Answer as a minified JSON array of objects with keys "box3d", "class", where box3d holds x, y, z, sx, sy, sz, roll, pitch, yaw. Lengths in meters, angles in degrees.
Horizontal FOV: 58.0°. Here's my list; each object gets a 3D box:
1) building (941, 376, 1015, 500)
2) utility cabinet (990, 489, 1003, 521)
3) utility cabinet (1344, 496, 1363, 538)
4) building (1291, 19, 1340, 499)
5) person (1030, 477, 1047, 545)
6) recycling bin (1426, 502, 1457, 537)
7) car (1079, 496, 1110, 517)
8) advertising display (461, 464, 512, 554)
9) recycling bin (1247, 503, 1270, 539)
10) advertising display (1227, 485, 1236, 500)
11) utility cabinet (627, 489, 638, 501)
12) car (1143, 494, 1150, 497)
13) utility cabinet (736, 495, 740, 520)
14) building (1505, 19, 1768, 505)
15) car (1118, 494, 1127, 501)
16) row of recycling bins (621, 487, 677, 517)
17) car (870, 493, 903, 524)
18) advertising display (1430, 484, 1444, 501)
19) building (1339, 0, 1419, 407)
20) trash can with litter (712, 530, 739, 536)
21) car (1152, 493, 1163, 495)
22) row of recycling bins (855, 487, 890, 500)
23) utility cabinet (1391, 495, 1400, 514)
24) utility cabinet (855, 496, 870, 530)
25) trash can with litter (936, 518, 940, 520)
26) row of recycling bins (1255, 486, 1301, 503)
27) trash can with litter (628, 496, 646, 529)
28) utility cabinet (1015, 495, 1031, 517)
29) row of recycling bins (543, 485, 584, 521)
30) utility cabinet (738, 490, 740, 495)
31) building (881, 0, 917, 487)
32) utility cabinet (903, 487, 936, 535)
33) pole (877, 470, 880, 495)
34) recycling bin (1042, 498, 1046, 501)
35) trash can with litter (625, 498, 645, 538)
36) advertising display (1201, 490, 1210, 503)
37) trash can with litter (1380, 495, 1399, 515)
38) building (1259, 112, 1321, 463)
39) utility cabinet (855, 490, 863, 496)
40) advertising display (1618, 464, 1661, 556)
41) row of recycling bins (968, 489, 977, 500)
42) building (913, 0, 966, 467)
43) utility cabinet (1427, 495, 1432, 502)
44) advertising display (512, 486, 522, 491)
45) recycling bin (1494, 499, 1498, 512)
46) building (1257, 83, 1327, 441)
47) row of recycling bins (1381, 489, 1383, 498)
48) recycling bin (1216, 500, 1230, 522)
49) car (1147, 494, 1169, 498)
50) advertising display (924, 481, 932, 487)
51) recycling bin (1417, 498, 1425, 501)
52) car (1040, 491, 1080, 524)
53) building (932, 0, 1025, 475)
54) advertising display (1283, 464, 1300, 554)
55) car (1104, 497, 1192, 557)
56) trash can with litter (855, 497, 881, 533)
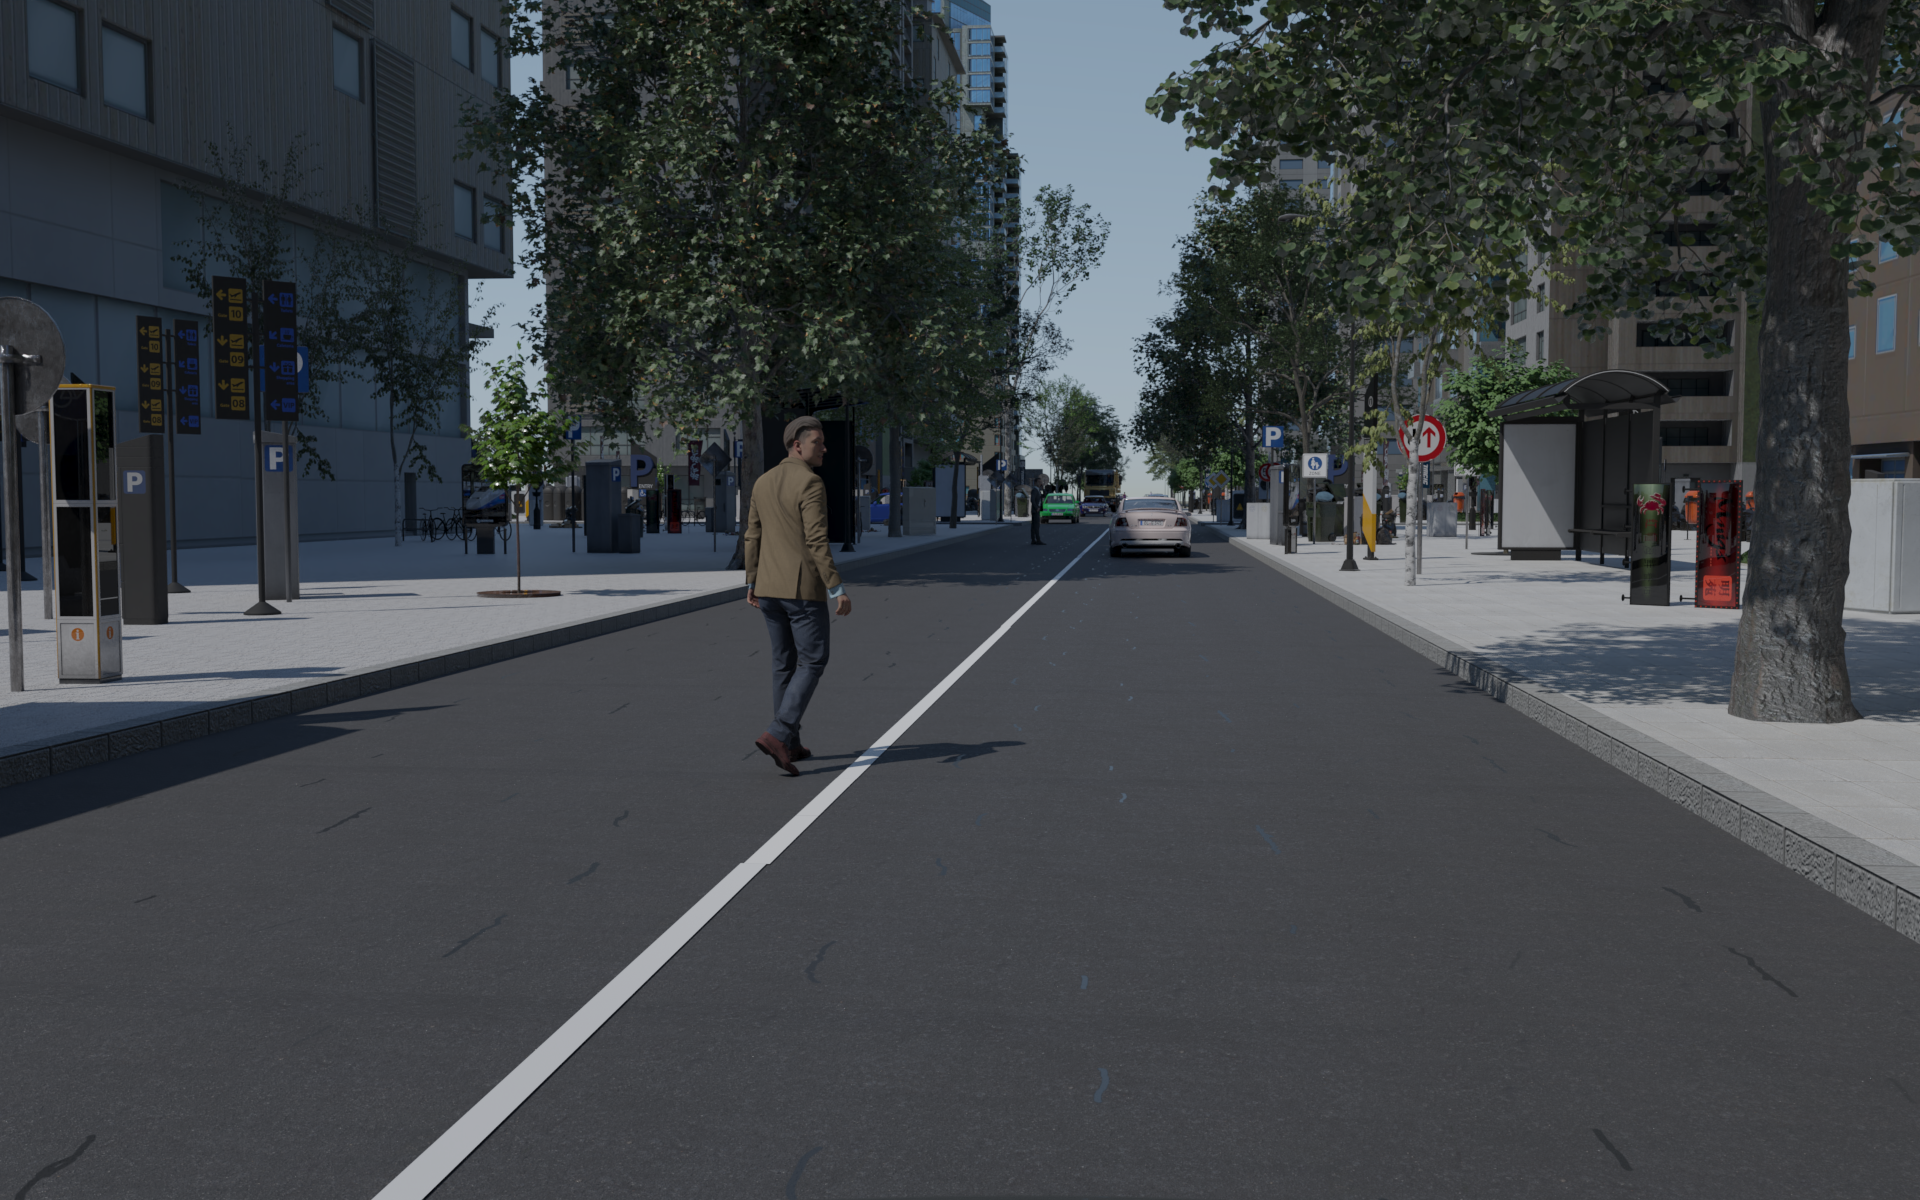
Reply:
[{"box3d":[-6.240,-25.972,269.677,27.650,21.520,28.899,0,4,6],"class":"building"},{"box3d":[1.764,-4.560,83.243,0.318,1.500,1.173,1,4,18],"class":"utility cabinet"},{"box3d":[10.354,-2.083,45.226,0.306,1.237,1.020,3,4,36],"class":"utility cabinet"},{"box3d":[50.219,-53.968,195.055,22.319,86.520,31.000,0,4,6],"class":"building"},{"box3d":[2.232,-2.525,49.138,0.474,1.900,0.648,0,4,4],"class":"person"},{"box3d":[14.462,-2.411,51.980,0.722,1.027,0.722,0,4,-3],"class":"recycling bin"},{"box3d":[8.455,-5.899,109.031,1.945,1.354,3.894,0,4,6],"class":"car"},{"box3d":[-10.128,-1.941,36.948,0.974,1.923,0.123,0,4,3],"class":"advertising display"},{"box3d":[8.630,-2.253,49.386,0.722,1.027,0.722,2,4,30],"class":"recycling bin"},{"box3d":[15.924,-5.912,101.877,0.123,1.923,0.974,-2,4,-26],"class":"advertising display"},{"box3d":[-29.153,-8.860,153.544,1.173,1.500,0.318,0,4,1],"class":"utility cabinet"},{"box3d":[33.523,-18.236,308.384,2.015,1.641,3.980,0,4,8],"class":"car"},{"box3d":[-10.838,-4.640,87.021,0.306,1.237,1.020,-3,5,-40],"class":"utility cabinet"},{"box3d":[38.086,-19.696,93.727,14.107,30.474,14.160,0,4,6],"class":"building"},{"box3d":[29.069,-18.483,311.228,2.155,1.783,4.494,0,4,5],"class":"car"},{"box3d":[-17.090,-5.375,94.990,3.534,1.692,1.069,1,4,10],"class":"row of recycling bins"},{"box3d":[-3.218,-4.147,77.392,3.694,1.707,1.945,0,4,4],"class":"car"},{"box3d":[30.148,-6.378,109.493,0.974,1.923,0.123,-2,4,-24],"class":"advertising display"},{"box3d":[46.971,-38.169,166.057,21.231,58.520,28.212,0,4,6],"class":"building"},{"box3d":[-6.775,-2.629,54.037,2.233,1.210,1.678,3,5,40],"class":"trash can with litter"},{"box3d":[22.245,-11.384,195.165,2.155,1.783,4.494,0,4,6],"class":"car"},{"box3d":[-4.826,-5.842,102.637,3.534,1.692,1.069,0,4,0],"class":"row of recycling bins"},{"box3d":[27.318,-5.896,107.561,1.020,1.237,0.306,0,4,7],"class":"utility cabinet"},{"box3d":[-3.719,-3.096,61.786,1.020,1.237,0.306,0,4,5],"class":"utility cabinet"},{"box3d":[-1.099,-4.663,87.294,1.678,1.210,2.233,-2,4,-34],"class":"trash can with litter"},{"box3d":[16.867,-5.253,93.004,3.534,1.692,1.069,-2,4,-31],"class":"row of recycling bins"},{"box3d":[-12.136,-3.257,64.302,1.678,1.210,2.233,-1,4,-15],"class":"trash can with litter"},{"box3d":[3.659,-5.338,98.444,1.020,1.237,0.306,1,4,21],"class":"utility cabinet"},{"box3d":[-18.726,-4.650,83.147,3.534,1.692,1.069,2,4,35],"class":"row of recycling bins"},{"box3d":[-11.373,-5.089,91.877,0.318,1.500,1.173,-2,4,-32],"class":"utility cabinet"},{"box3d":[-13.063,-44.525,166.232,20.563,71.187,20.611,0,4,6],"class":"building"},{"box3d":[-1.248,-2.751,53.658,0.318,1.500,1.173,3,5,44],"class":"utility cabinet"},{"box3d":[-6.799,-9.236,144.850,0.158,3.312,0.155,0,3,0],"class":"pole"},{"box3d":[6.426,-7.327,132.344,0.722,1.027,0.722,1,4,11],"class":"recycling bin"},{"box3d":[-9.727,-2.394,50.536,1.055,1.170,0.624,0,4,-4],"class":"trash can with litter"},{"box3d":[20.833,-8.651,146.657,0.974,1.923,0.123,-2,4,-32],"class":"advertising display"},{"box3d":[26.200,-5.712,104.442,2.233,1.210,1.678,0,3,0],"class":"trash can with litter"},{"box3d":[57.962,-44.728,273.298,21.231,58.520,28.212,0,4,6],"class":"building"},{"box3d":[-5.482,-4.797,87.112,1.173,1.500,0.318,-1,4,-12],"class":"utility cabinet"},{"box3d":[14.157,-1.892,36.140,0.974,1.923,0.123,-1,4,-17],"class":"advertising display"},{"box3d":[1.119,-8.186,140.952,1.069,1.692,3.534,0,4,2],"class":"row of recycling bins"},{"box3d":[-14.790,-36.834,191.474,28.713,52.752,27.495,0,4,6],"class":"building"},{"box3d":[26.656,-5.324,98.203,0.306,1.237,1.020,1,4,19],"class":"utility cabinet"},{"box3d":[-31.023,-7.085,121.053,0.974,1.923,0.123,2,4,32],"class":"advertising display"},{"box3d":[27.562,-4.680,89.079,0.722,1.027,0.722,1,4,12],"class":"recycling bin"},{"box3d":[60.076,-52.569,297.760,20.563,71.187,20.611,0,4,6],"class":"building"},{"box3d":[32.994,-7.928,136.733,1.069,1.692,3.534,0,4,5],"class":"row of recycling bins"},{"box3d":[12.165,-4.097,79.546,0.722,1.027,0.722,1,4,13],"class":"recycling bin"},{"box3d":[12.094,-5.750,106.022,2.014,1.417,4.499,0,4,5],"class":"car"},{"box3d":[-1.499,-4.768,83.166,0.123,1.923,0.974,1,4,23],"class":"advertising display"},{"box3d":[32.956,-6.829,124.202,0.722,1.027,0.722,1,4,21],"class":"recycling bin"},{"box3d":[4.923,-4.673,85.198,1.959,1.807,4.718,0,4,7],"class":"car"},{"box3d":[0.436,-60.215,297.179,22.319,86.520,31.000,0,4,6],"class":"building"},{"box3d":[7.121,-1.957,37.210,0.123,1.923,0.974,2,4,25],"class":"advertising display"},{"box3d":[4.455,-1.745,40.892,2.083,1.381,4.827,0,4,5],"class":"car"},{"box3d":[-3.290,-2.901,58.481,1.678,1.210,2.233,2,4,32],"class":"trash can with litter"}]
